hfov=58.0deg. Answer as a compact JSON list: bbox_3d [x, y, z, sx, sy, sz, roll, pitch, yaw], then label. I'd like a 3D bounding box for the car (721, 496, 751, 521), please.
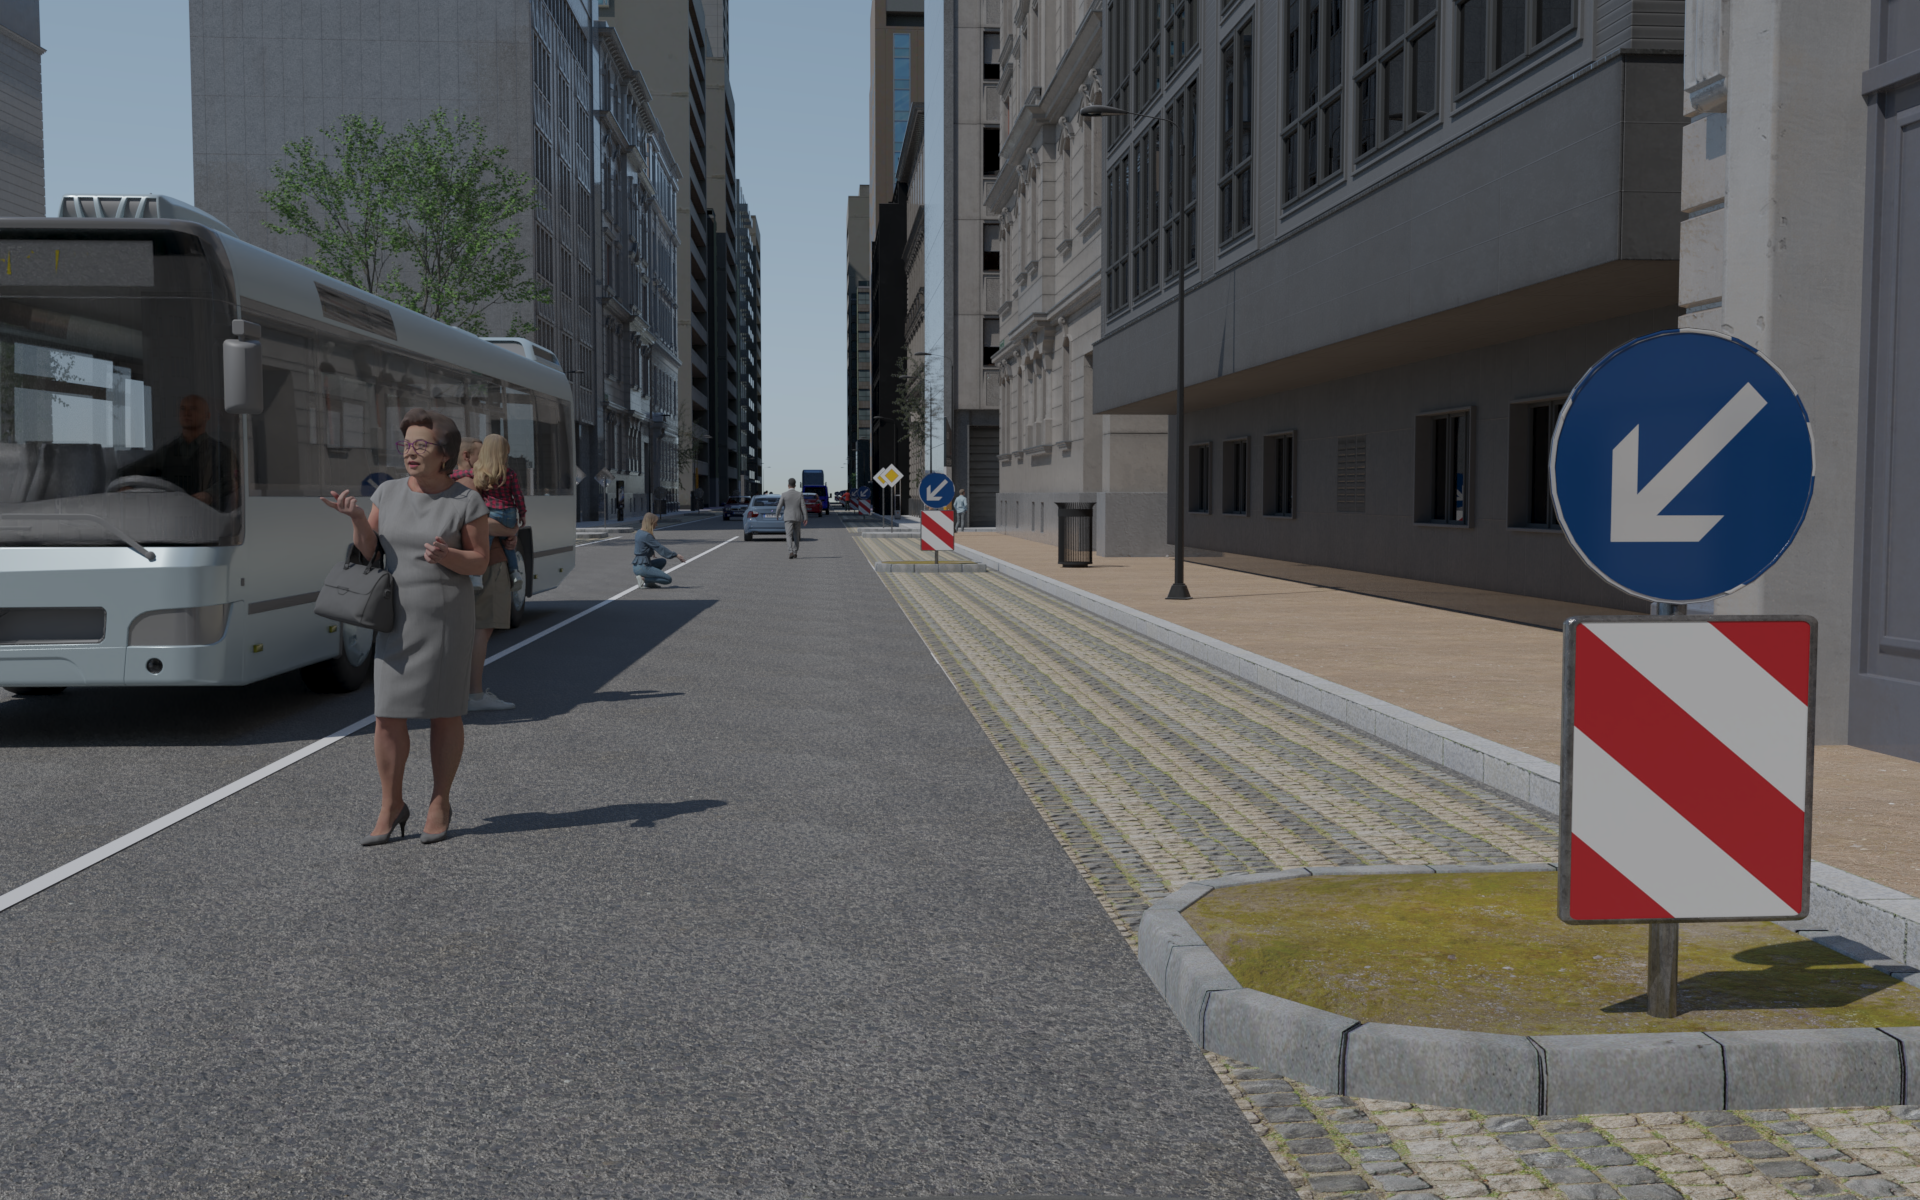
[{"bbox_3d":[-12.010,-5.005,94.417,1.945,1.354,3.894,0,4,-5],"label":"car"}]

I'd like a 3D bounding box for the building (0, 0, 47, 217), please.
[{"bbox_3d":[-52.485,-17.626,65.682,29.804,29.767,11.434,0,4,-5],"label":"building"}]

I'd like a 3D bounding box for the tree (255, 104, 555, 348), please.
[{"bbox_3d":[-14.978,-7.428,47.202,9.928,11.665,9.643,0,3,0],"label":"tree"}]

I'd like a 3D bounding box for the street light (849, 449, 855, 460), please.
[{"bbox_3d":[-10.499,-12.703,180.240,1.470,5.913,1.316,0,4,-5],"label":"street light"}]

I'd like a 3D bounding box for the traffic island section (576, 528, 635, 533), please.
[{"bbox_3d":[-13.219,-2.578,64.427,2.009,0.180,2.903,0,4,-5],"label":"traffic island section"}]

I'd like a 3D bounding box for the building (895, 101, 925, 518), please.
[{"bbox_3d":[2.431,-16.216,94.016,11.050,23.489,19.941,0,4,-5],"label":"building"}]

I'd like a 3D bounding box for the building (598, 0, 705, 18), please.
[{"bbox_3d":[-33.131,-32.102,148.569,21.300,48.544,21.600,0,4,-5],"label":"building"}]

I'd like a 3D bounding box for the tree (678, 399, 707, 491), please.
[{"bbox_3d":[-21.563,-11.086,131.623,4.360,8.622,3.978,0,3,0],"label":"tree"}]

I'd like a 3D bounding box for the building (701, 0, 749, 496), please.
[{"bbox_3d":[-38.860,-48.478,230.870,20.563,71.187,20.611,0,4,-5],"label":"building"}]

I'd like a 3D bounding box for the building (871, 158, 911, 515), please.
[{"bbox_3d":[0.694,-17.255,111.791,12.332,23.373,15.834,0,4,-5],"label":"building"}]

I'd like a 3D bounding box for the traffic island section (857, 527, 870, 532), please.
[{"bbox_3d":[-2.860,-2.627,65.237,2.009,0.180,2.903,0,4,-5],"label":"traffic island section"}]

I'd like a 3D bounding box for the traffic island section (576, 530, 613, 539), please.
[{"bbox_3d":[-12.590,-2.091,56.466,2.009,0.180,2.903,0,4,-5],"label":"traffic island section"}]

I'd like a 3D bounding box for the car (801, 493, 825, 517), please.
[{"bbox_3d":[-9.532,-6.084,108.510,2.155,1.783,4.494,0,4,-4],"label":"car"}]

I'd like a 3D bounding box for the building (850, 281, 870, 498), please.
[{"bbox_3d":[-8.716,-29.207,249.234,14.160,30.474,14.107,0,4,-5],"label":"building"}]

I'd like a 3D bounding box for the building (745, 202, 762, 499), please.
[{"bbox_3d":[-43.516,-40.313,282.819,21.300,48.544,21.600,0,4,-5],"label":"building"}]

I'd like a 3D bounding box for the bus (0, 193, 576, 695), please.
[{"bbox_3d":[-5.745,-1.246,15.225,2.948,3.499,13.247,0,4,-3],"label":"bus"}]

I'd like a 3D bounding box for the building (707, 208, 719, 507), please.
[{"bbox_3d":[-30.900,-24.203,167.420,14.160,30.474,14.107,0,4,-5],"label":"building"}]

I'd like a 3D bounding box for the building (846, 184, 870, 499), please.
[{"bbox_3d":[-6.620,-39.330,266.747,21.300,48.544,21.600,0,4,-5],"label":"building"}]

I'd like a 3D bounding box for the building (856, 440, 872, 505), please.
[{"bbox_3d":[-0.584,-54.187,198.625,22.319,86.520,31.000,0,4,-5],"label":"building"}]

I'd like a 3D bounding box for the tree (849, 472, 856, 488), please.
[{"bbox_3d":[-12.756,-14.656,223.339,4.285,4.588,4.351,0,3,0],"label":"tree"}]

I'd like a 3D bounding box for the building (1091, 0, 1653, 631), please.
[{"bbox_3d":[10.472,-13.968,21.879,14.314,27.812,24.014,0,4,-5],"label":"building"}]

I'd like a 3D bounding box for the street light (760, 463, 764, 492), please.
[{"bbox_3d":[-30.027,-17.541,259.329,1.470,5.913,1.316,0,4,-5],"label":"street light"}]

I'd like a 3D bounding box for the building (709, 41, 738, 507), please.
[{"bbox_3d":[-35.072,-34.300,184.501,21.300,48.544,21.600,0,4,-5],"label":"building"}]

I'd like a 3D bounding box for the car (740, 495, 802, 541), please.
[{"bbox_3d":[-5.858,-2.571,54.043,2.014,1.417,4.499,0,4,-6],"label":"car"}]

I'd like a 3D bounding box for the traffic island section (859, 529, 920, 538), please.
[{"bbox_3d":[-2.231,-2.140,57.277,2.009,0.180,2.903,0,4,-5],"label":"traffic island section"}]

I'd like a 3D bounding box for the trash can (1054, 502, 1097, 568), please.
[{"bbox_3d":[2.015,-1.138,30.265,0.748,1.137,0.748,0,3,0],"label":"trash can"}]

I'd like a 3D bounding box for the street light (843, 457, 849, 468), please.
[{"bbox_3d":[-14.272,-15.564,227.011,1.470,5.913,1.316,0,4,-5],"label":"street light"}]

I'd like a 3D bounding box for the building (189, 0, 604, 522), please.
[{"bbox_3d":[-22.426,-15.582,72.788,12.078,24.808,19.932,0,4,-5],"label":"building"}]

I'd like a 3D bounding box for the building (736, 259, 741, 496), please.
[{"bbox_3d":[-33.279,-26.412,203.542,14.160,30.474,14.107,0,4,-5],"label":"building"}]

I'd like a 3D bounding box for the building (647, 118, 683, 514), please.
[{"bbox_3d":[-26.104,-20.240,116.827,13.634,28.700,20.117,0,4,-5],"label":"building"}]

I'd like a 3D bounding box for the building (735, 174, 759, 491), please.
[{"bbox_3d":[-42.160,-38.975,256.851,23.786,49.044,30.456,0,4,-5],"label":"building"}]

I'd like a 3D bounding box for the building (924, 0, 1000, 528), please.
[{"bbox_3d":[8.822,-15.493,71.329,19.932,24.808,12.078,0,4,-5],"label":"building"}]

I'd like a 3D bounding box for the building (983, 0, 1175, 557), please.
[{"bbox_3d":[8.257,-15.801,45.739,14.401,28.519,23.554,0,4,-5],"label":"building"}]

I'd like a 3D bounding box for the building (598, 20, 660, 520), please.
[{"bbox_3d":[-24.259,-18.771,94.300,14.401,28.519,23.554,0,4,-5],"label":"building"}]

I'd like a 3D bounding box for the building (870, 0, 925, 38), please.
[{"bbox_3d":[-1.070,-31.369,162.999,14.600,45.320,14.200,0,4,-5],"label":"building"}]

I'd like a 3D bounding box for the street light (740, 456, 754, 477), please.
[{"bbox_3d":[-27.207,-15.346,223.444,1.470,5.913,1.316,0,4,-5],"label":"street light"}]

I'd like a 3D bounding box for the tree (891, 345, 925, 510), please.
[{"bbox_3d":[-1.419,-7.992,81.035,4.360,8.622,3.978,0,3,0],"label":"tree"}]
